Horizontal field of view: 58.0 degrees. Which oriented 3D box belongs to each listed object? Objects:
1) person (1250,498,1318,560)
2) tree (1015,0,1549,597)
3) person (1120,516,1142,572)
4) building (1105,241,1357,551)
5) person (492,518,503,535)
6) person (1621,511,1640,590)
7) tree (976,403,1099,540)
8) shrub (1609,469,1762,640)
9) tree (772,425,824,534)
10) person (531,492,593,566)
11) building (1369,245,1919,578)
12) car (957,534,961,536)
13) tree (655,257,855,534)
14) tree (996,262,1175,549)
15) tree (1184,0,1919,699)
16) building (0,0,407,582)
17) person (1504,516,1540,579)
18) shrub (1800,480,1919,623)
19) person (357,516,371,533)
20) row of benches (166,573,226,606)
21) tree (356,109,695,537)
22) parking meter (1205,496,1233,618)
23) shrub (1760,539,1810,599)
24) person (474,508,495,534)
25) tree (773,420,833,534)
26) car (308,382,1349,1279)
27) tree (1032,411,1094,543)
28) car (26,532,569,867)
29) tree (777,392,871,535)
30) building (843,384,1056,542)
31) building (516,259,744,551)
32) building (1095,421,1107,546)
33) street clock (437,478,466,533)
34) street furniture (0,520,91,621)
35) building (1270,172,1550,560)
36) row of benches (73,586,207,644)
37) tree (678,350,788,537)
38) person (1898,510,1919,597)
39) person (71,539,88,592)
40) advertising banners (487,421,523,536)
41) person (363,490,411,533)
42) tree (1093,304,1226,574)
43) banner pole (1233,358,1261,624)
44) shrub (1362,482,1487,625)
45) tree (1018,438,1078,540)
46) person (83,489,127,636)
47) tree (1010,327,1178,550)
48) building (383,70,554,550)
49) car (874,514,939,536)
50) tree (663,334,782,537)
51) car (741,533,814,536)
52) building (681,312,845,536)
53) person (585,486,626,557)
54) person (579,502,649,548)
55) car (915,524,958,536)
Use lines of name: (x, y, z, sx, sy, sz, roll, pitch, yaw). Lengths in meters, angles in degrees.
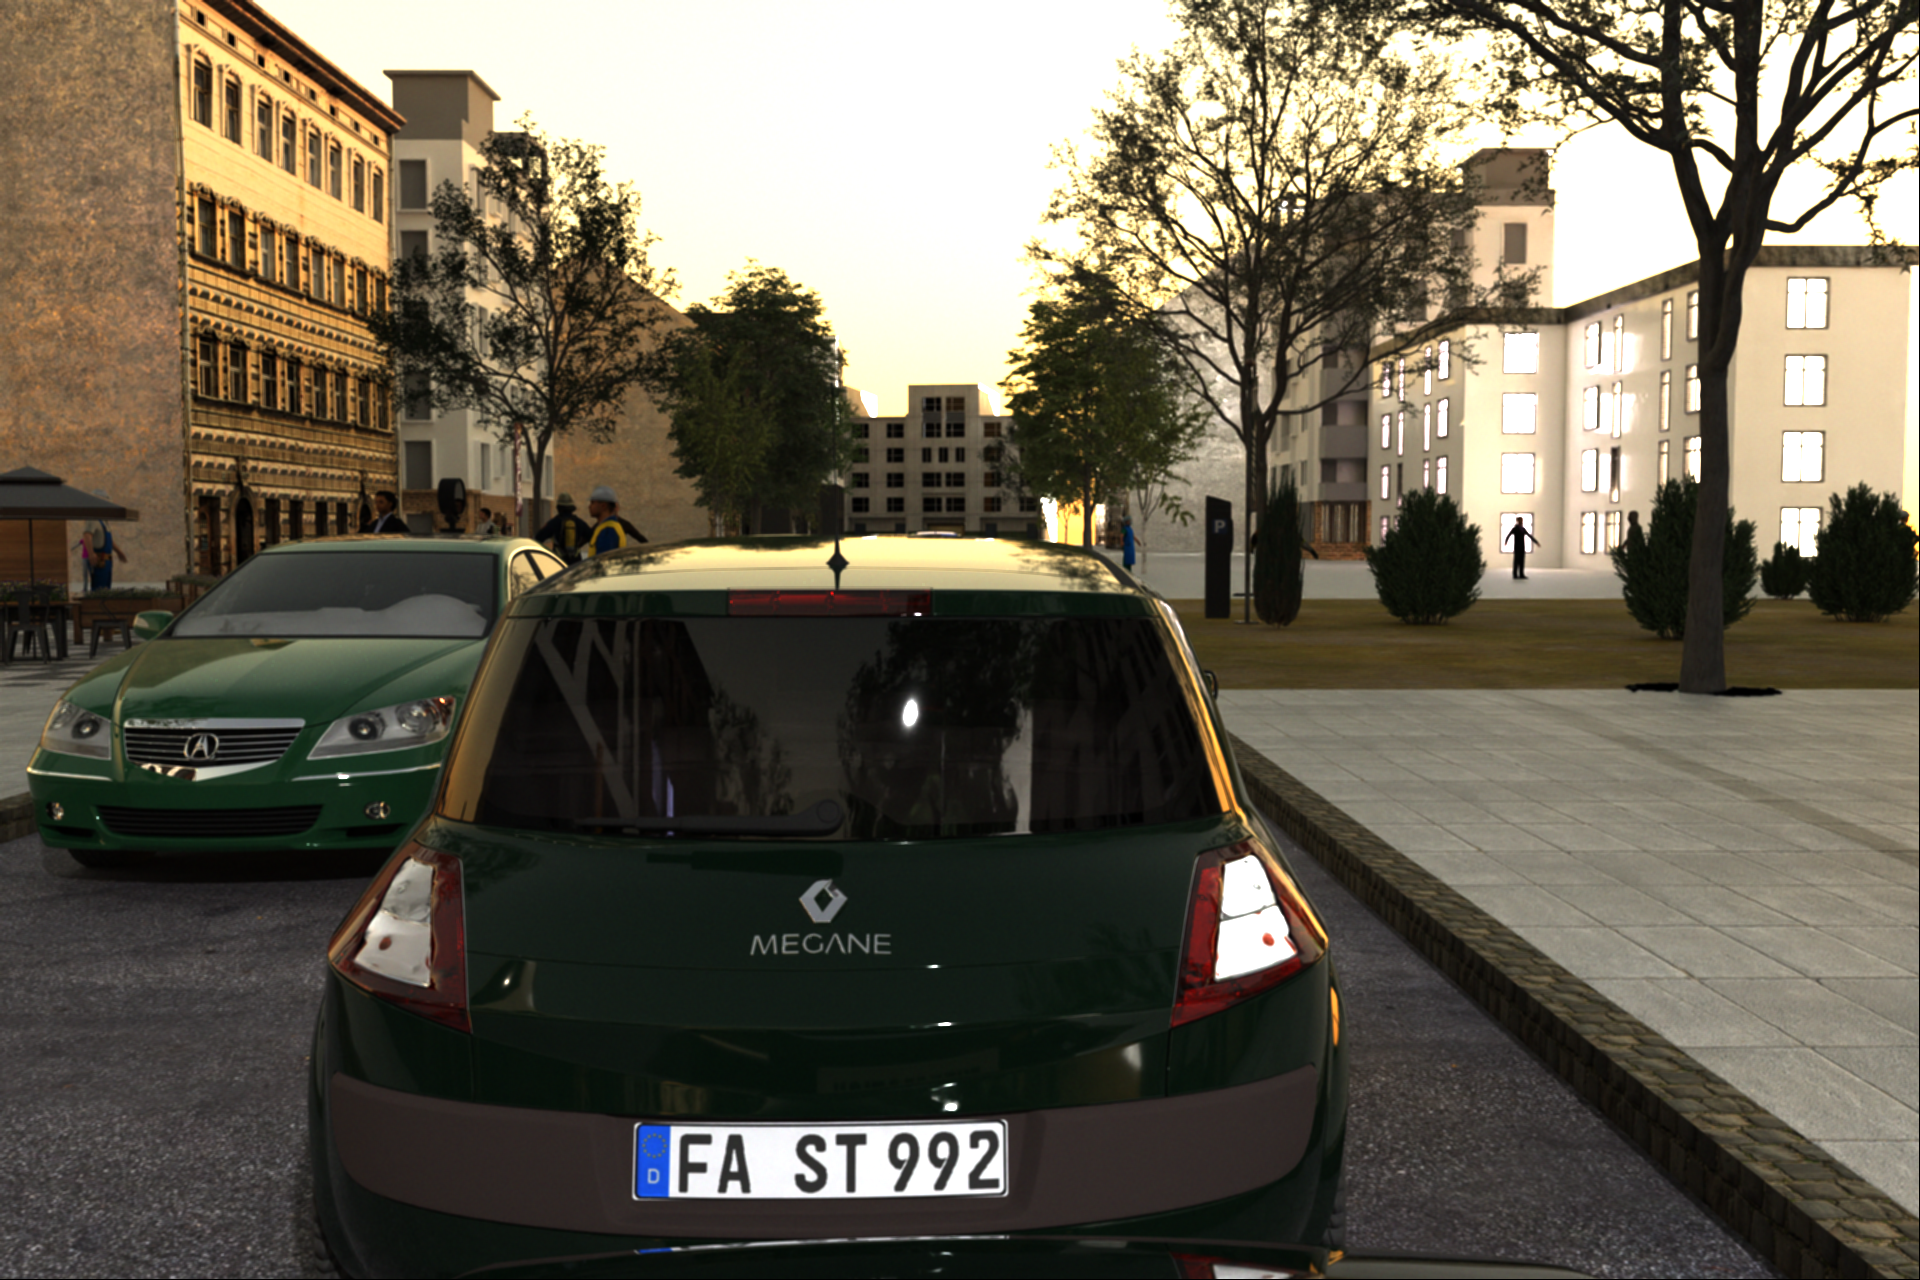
person: (4.938, -1.288, 26.823, 0.705, 1.858, 1.354, -3, 5, -41)
tree: (6.137, -7.634, 35.194, 12.009, 13.543, 11.850, 0, 3, 0)
person: (4.946, -2.726, 50.693, 0.704, 1.817, 1.347, 2, 4, 29)
building: (21.858, -18.879, 139.593, 19.493, 23.208, 18.063, 0, 4, 0)
person: (-13.204, -2.611, 49.488, 1.217, 1.733, 0.721, 1, 4, 15)
person: (15.415, -2.056, 39.746, 0.705, 1.813, 1.348, 1, 4, 10)
tree: (5.511, -11.195, 117.453, 8.767, 10.594, 7.601, -1, 4, -10)
shrub: (8.860, -1.047, 21.159, 1.661, 2.075, 1.752, 0, 3, 0)
tree: (-9.611, -9.195, 100.699, 4.360, 8.622, 3.978, 0, 3, 0)
person: (-5.474, -1.117, 24.034, 1.354, 1.856, 0.705, -2, 4, -28)
building: (23.165, -7.482, 64.473, 9.099, 9.664, 28.070, 0, 4, -1)
car: (-0.555, -5.571, 100.872, 2.009, 1.686, 4.222, 0, 4, -2)
tree: (-9.635, -10.702, 81.625, 9.857, 13.997, 8.962, 0, 3, 0)
tree: (5.299, -9.431, 72.327, 7.486, 12.596, 7.792, 0, 3, 0)
tree: (6.053, -6.307, 13.494, 12.009, 13.543, 11.850, 0, 3, 0)
building: (-29.847, -13.665, 54.357, 19.493, 23.208, 18.063, 0, 4, -1)
person: (16.051, -2.654, 49.611, 1.346, 1.802, 0.704, -2, 4, -27)
shrub: (13.193, -1.302, 25.323, 1.661, 2.075, 1.752, 0, 3, 0)
person: (-16.970, -2.661, 49.689, 1.347, 1.806, 0.705, 2, 4, 31)
row of benches: (-11.355, -0.652, 26.130, 1.422, 0.672, 4.104, -2, 4, -32)
tree: (-9.796, -6.401, 39.070, 8.767, 10.594, 7.601, 1, 4, 10)
parking meter: (3.950, -1.265, 26.398, 0.399, 1.863, 0.255, 0, 4, 0)
shrub: (16.289, -1.414, 34.231, 1.383, 1.207, 1.383, 0, 3, 0)
person: (-9.590, -1.758, 34.932, 1.347, 1.806, 0.705, 3, 4, 36)
tree: (-9.496, -9.561, 106.692, 4.737, 8.622, 4.395, 0, 3, 0)
car: (-0.247, 0.327, 4.435, 2.009, 1.686, 4.222, 0, 4, -1)
tree: (6.104, -9.140, 99.793, 4.737, 8.622, 4.395, 0, 3, 0)
car: (-2.912, 0.173, 8.975, 2.131, 1.459, 4.920, 0, 4, -1)
tree: (-9.592, -11.720, 117.376, 9.928, 11.665, 9.643, 0, 3, 0)
building: (-4.784, -20.948, 211.412, 31.486, 18.905, 16.747, 1, 4, 9)
building: (-28.456, -19.002, 141.607, 19.493, 23.208, 18.063, 0, 4, 0)
building: (24.515, -21.715, 185.963, 19.493, 23.208, 18.063, 0, 3, 0)
street clock: (-6.597, -1.098, 22.529, 0.358, 2.002, 0.471, 0, 4, 1)
street furniture: (-18.109, -1.199, 26.463, 9.812, 1.723, 11.010, -2, 4, -26)
building: (22.788, -14.718, 97.061, 16.016, 20.090, 11.380, 0, 3, 0)
row of benches: (-8.405, -0.290, 20.200, 4.104, 0.672, 1.422, 0, 4, 7)
tree: (-9.821, -7.321, 70.057, 4.360, 8.622, 3.978, 0, 3, 0)
person: (19.347, -1.770, 35.400, 0.721, 1.772, 1.216, -1, 4, -14)
person: (-19.090, -1.751, 37.900, 0.991, 1.433, 0.599, 0, 4, -5)
advertising banners: (-6.879, -1.843, 26.327, 0.090, 3.025, 2.074, 0, 4, 0)
person: (-6.098, -0.703, 18.212, 1.216, 1.740, 0.721, 2, 4, 27)
tree: (6.025, -6.414, 55.237, 4.737, 8.622, 4.395, 0, 3, 0)
banner pole: (4.130, -2.111, 24.534, 0.401, 3.779, 0.863, 0, 4, -1)
shrub: (6.623, -1.239, 24.674, 1.690, 2.028, 1.600, 0, 3, 0)
tree: (5.416, -9.639, 107.959, 4.737, 8.622, 4.395, 0, 3, 0)
person: (-10.850, -0.983, 21.921, 0.705, 1.847, 1.347, -1, 4, -11)
tree: (6.426, -9.653, 83.589, 9.928, 11.665, 9.643, 0, 3, 0)
building: (-24.854, -13.189, 72.068, 16.016, 20.090, 11.380, 0, 4, -1)
car: (-0.643, -0.496, 17.889, 2.009, 1.686, 4.222, 0, 4, -1)
tree: (-8.851, -6.997, 64.758, 4.737, 8.622, 4.395, 0, 3, 0)
car: (-2.341, -0.652, 22.465, 2.131, 1.459, 4.920, 0, 4, -1)
building: (-26.537, -20.310, 176.041, 27.936, 21.610, 32.646, 0, 4, -1)
person: (-2.995, -0.370, 14.484, 0.705, 1.833, 1.349, 0, 4, -5)
person: (-5.214, -1.221, 26.096, 1.346, 1.812, 0.704, -1, 4, -17)
car: (-0.631, -2.208, 45.687, 1.945, 1.707, 3.694, 0, 4, 0)
